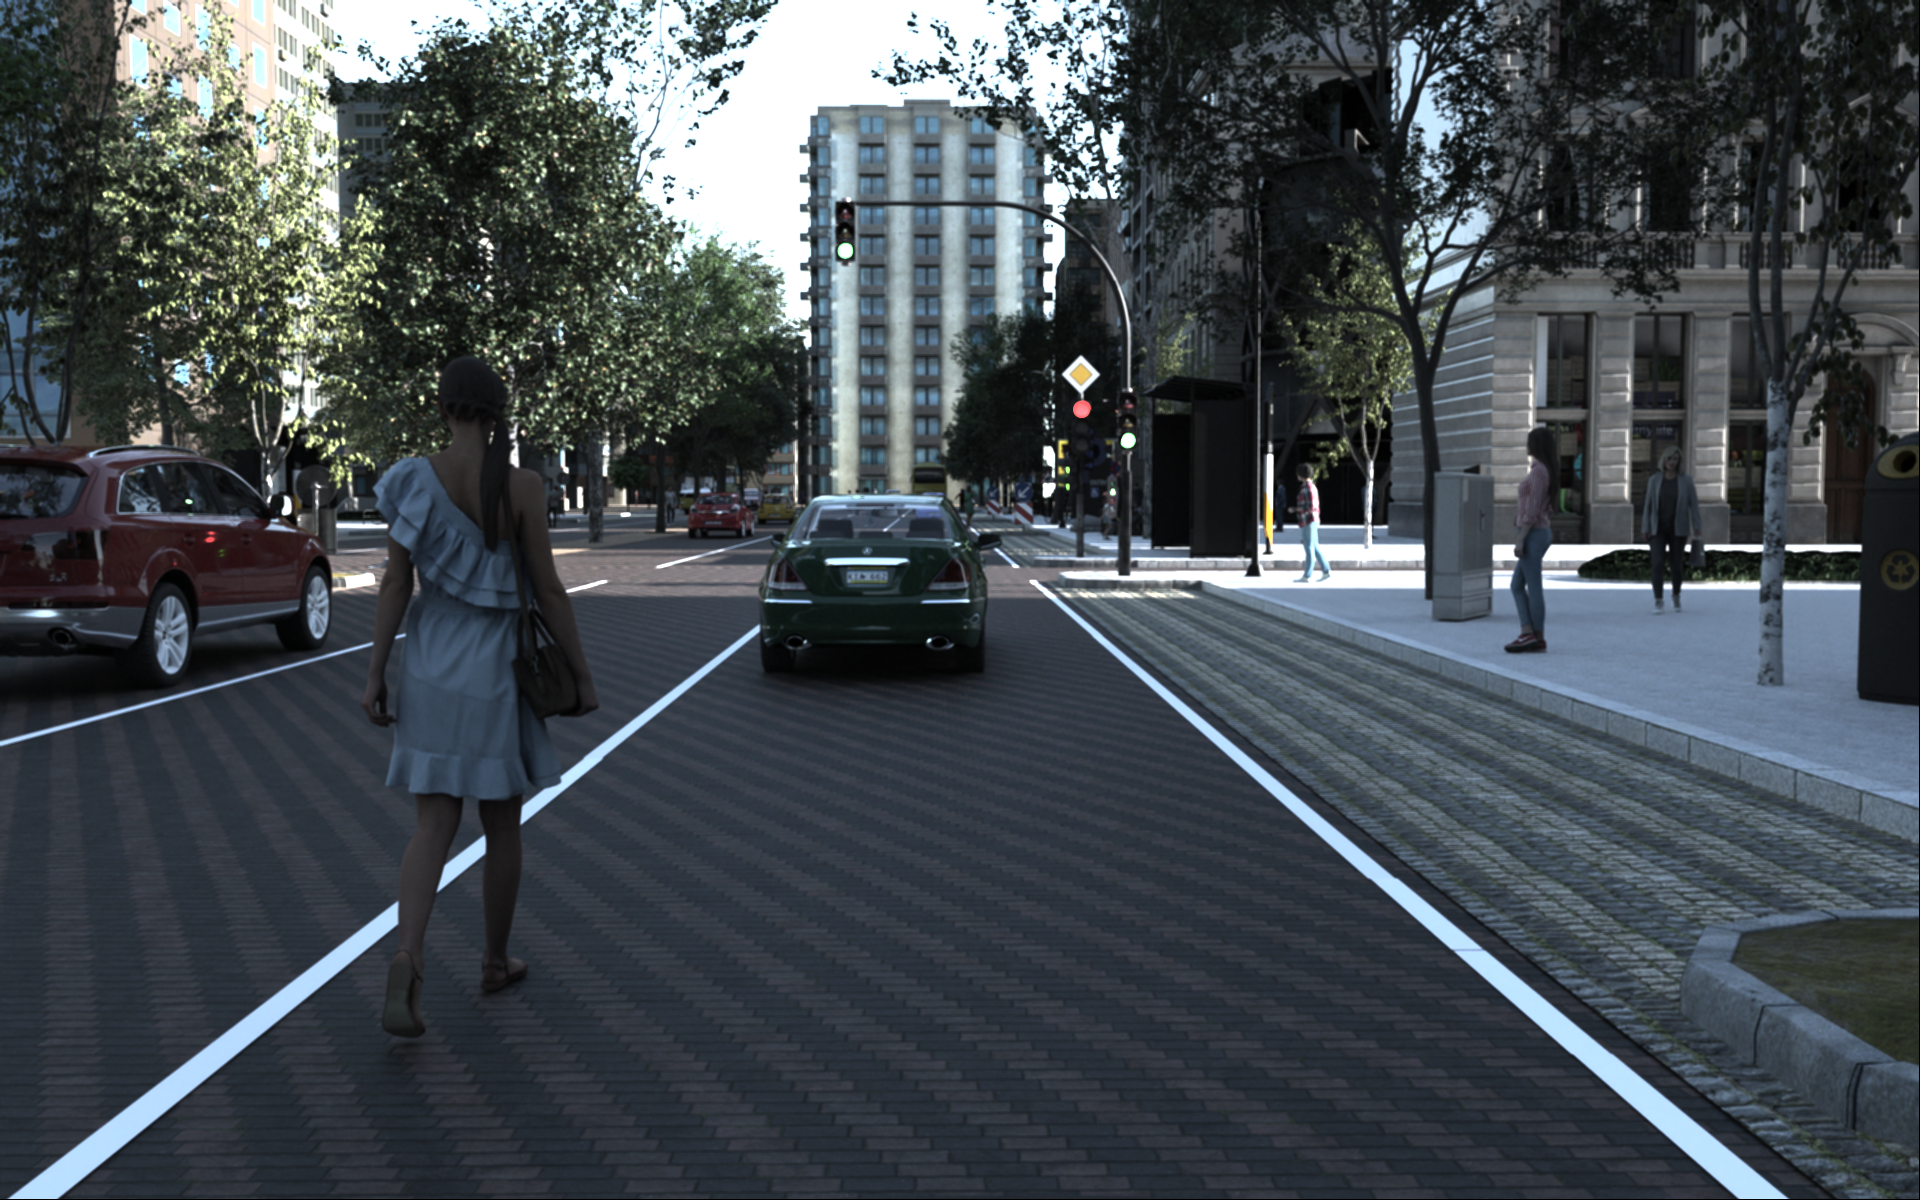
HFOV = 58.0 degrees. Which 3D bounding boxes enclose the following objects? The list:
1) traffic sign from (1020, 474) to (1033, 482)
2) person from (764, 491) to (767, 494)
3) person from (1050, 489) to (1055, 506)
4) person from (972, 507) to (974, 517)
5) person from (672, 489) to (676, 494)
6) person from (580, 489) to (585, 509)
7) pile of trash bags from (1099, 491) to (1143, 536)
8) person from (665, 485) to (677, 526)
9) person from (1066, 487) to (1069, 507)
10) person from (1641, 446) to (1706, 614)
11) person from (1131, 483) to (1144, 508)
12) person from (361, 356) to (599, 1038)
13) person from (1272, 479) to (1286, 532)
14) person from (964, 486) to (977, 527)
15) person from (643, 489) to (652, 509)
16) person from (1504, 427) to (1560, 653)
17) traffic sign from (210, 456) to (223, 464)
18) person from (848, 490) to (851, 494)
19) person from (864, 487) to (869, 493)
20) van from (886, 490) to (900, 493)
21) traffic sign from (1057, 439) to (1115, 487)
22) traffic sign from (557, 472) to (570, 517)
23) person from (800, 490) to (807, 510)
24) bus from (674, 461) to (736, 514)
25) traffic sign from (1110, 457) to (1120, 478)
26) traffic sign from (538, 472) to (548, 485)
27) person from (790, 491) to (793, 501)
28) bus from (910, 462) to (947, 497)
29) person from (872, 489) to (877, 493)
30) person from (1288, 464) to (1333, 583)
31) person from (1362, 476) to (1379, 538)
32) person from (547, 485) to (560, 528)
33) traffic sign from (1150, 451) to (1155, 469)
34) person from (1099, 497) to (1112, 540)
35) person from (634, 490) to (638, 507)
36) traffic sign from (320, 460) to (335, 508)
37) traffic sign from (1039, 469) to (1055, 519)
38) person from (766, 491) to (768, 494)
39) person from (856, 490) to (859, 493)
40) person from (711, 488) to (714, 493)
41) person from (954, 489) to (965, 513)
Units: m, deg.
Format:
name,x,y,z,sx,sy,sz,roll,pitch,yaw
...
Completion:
name,x,y,z,sx,sy,sz,roll,pitch,yaw
traffic sign,3.978,-6.345,103.854,0.768,2.556,0.104,0,4,4
person,-15.019,-7.505,132.682,0.593,1.643,0.415,-3,4,-37
person,8.568,-9.271,158.180,0.990,1.755,0.434,2,4,32
person,0.682,-5.760,107.691,0.382,1.210,0.505,0,4,4
person,-29.777,-10.590,179.326,0.705,1.807,1.348,3,5,43
person,-31.295,-8.437,144.698,1.217,1.735,0.721,2,4,26
pile of trash bags,5.228,-2.725,54.309,1.912,1.369,3.447,-1,4,-19
person,-13.021,-4.242,77.699,0.661,1.843,0.795,-1,4,-13
person,7.728,-7.417,127.760,0.683,1.767,0.568,1,4,11
person,7.732,-0.761,18.666,0.709,1.800,0.728,2,4,28
person,9.808,-5.527,95.778,0.648,1.900,0.474,-3,4,-37
person,-1.326,0.233,4.780,0.616,1.811,0.778,0,4,4
person,10.819,-3.203,58.596,0.419,1.800,0.721,0,4,-2
person,0.379,-4.045,74.881,0.600,1.795,0.529,3,5,40
person,-26.707,-8.649,148.242,0.721,1.735,1.217,2,4,26
person,4.648,-0.489,14.042,0.388,1.821,0.555,1,4,23
traffic sign,-23.762,-3.359,55.031,0.768,2.556,0.104,1,4,8
person,-9.193,-8.189,143.110,1.217,1.735,0.721,3,5,43
person,-4.009,-4.078,76.018,0.643,1.720,0.563,-1,4,-22
van,-6.394,-9.725,166.014,2.013,2.044,4.112,0,4,-2
traffic sign,4.720,-4.282,63.886,2.265,3.308,0.079,0,4,3
traffic sign,-22.645,-6.042,98.894,0.768,2.556,0.104,0,4,-1
person,-13.404,-8.561,148.929,0.683,1.767,0.568,-2,4,-31
bus,-18.247,-8.195,125.527,2.896,3.916,12.252,0,3,0
traffic sign,5.271,-3.685,60.351,0.768,2.556,0.104,0,4,0
traffic sign,-24.546,-6.212,101.674,0.768,2.556,0.104,0,4,8
person,-16.486,-9.862,170.539,0.721,1.735,1.217,0,4,-4
bus,-2.385,-8.628,132.609,2.896,3.916,12.252,0,4,-2
person,-5.587,-6.367,113.271,0.551,1.740,0.621,-1,4,-19
person,5.088,-1.116,25.120,0.643,1.720,0.563,1,4,13
person,11.878,-2.689,50.190,0.721,1.800,0.419,-3,5,-42
person,-17.410,-3.995,73.999,0.592,1.802,0.473,-1,4,-20
traffic sign,5.029,-2.591,42.471,0.768,2.556,0.104,0,4,2
person,4.071,-2.285,48.425,0.382,1.210,0.505,0,4,0
person,-31.028,-9.706,166.213,0.593,1.643,0.415,2,4,29
traffic sign,-23.376,-3.910,64.039,0.768,2.556,0.104,1,4,9
traffic sign,4.496,-5.416,88.549,0.884,2.594,0.081,0,4,1
person,-19.760,-10.216,176.212,0.721,1.739,1.217,0,4,-2
person,-7.029,-6.603,117.174,0.721,1.736,1.217,-2,4,-29
person,-15.779,-6.184,109.883,0.850,1.792,0.678,-2,4,-33
person,0.176,-7.606,132.818,1.348,1.831,0.705,1,4,21
